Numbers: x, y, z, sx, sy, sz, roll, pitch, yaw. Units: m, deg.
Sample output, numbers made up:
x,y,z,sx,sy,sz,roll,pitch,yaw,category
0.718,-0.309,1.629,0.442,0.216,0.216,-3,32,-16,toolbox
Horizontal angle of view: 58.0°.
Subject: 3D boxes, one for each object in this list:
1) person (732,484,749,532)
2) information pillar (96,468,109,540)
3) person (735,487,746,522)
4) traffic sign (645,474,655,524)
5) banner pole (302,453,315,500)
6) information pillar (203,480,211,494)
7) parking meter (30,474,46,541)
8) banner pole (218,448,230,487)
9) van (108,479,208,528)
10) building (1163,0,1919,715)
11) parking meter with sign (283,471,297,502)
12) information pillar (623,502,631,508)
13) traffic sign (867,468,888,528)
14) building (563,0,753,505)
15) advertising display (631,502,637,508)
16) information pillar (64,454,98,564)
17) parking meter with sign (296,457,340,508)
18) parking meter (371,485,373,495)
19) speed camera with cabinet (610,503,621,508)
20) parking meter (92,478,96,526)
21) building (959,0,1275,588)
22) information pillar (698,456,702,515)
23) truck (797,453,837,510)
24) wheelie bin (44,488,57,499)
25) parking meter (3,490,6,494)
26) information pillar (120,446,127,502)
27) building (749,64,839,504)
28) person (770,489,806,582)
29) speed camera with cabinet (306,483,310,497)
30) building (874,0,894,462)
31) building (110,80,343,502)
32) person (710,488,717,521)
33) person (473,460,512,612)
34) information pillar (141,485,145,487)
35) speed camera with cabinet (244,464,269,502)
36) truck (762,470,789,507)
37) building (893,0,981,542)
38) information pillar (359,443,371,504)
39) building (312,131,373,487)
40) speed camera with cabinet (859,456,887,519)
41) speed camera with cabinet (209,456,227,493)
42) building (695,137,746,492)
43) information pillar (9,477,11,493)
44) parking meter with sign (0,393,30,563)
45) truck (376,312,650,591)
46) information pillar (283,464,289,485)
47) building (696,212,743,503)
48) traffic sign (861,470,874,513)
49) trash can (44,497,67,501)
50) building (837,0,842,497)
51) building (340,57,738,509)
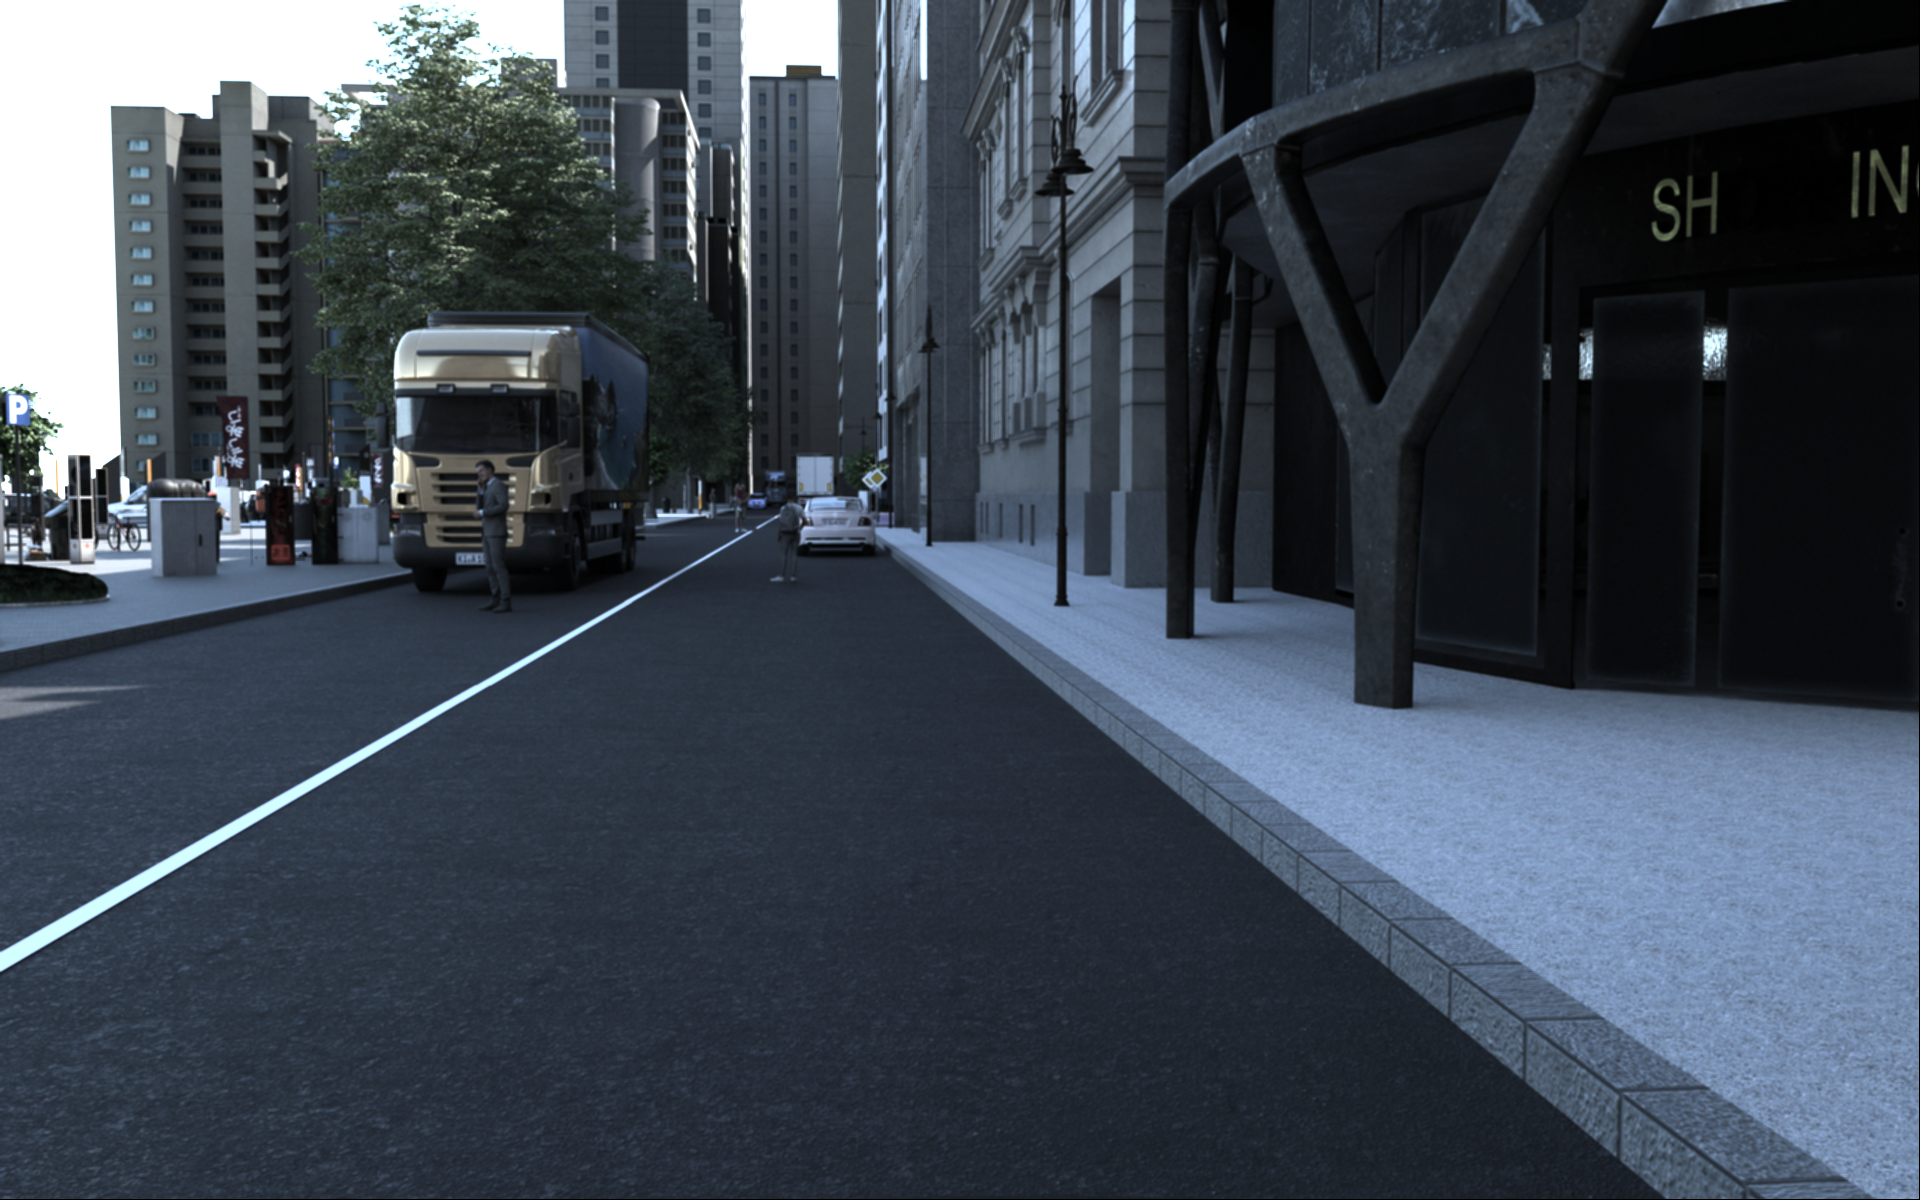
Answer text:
x,y,z,sx,sy,sz,roll,pitch,yaw,category
-8.306,-3.483,65.414,0.573,1.828,0.580,2,4,25,person
-24.147,-2.706,48.731,0.304,2.012,0.304,-2,4,-32,information pillar
-11.182,-4.844,87.877,0.709,1.800,0.728,2,4,26,person
-13.271,-4.246,73.064,0.795,2.450,0.064,0,4,-5,traffic sign
-39.398,-7.012,104.666,0.863,3.779,0.401,0,4,-6,banner pole
-39.685,-5.309,91.292,0.304,2.012,0.304,-3,5,-44,information pillar
-25.215,-2.547,47.354,0.255,1.863,0.399,-1,4,-12,parking meter
-40.036,-6.371,94.182,0.401,3.779,0.863,2,4,32,banner pole
-31.615,-3.716,67.764,4.112,2.044,2.013,0,4,-6,van
9.991,-9.000,14.595,16.820,18.784,16.811,0,4,-5,building
-49.794,-8.147,129.466,0.543,3.016,1.738,1,4,13,parking meter with sign
-14.727,-5.212,76.575,0.183,3.616,0.504,2,4,23,information pillar
-3.147,-3.806,65.869,0.795,2.450,0.064,0,4,-5,traffic sign
-36.356,-47.308,211.736,20.611,71.187,20.563,0,4,-5,building
-18.987,-5.773,99.607,0.123,1.923,0.974,2,4,34,advertising display
-16.107,-1.666,31.729,0.304,2.012,0.304,2,4,27,information pillar
-29.842,-5.171,80.802,1.738,3.016,0.543,-3,5,-45,parking meter with sign
-43.667,-7.524,128.735,0.399,1.863,0.255,3,5,45,parking meter
-25.824,-8.307,130.155,0.660,3.252,2.038,2,4,29,speed camera with cabinet
-30.910,-3.451,62.128,0.255,1.863,0.399,-1,4,-9,parking meter
7.521,-15.102,34.306,14.401,28.519,23.554,0,4,-5,building
-15.895,-7.004,105.877,0.183,3.616,0.504,-1,4,-19,information pillar
-10.302,-8.282,124.331,2.839,4.237,11.283,0,4,-4,truck
-48.827,-5.194,92.828,0.693,1.594,0.980,0,4,4,wheelie bin
-62.846,-6.442,113.742,0.372,1.533,0.369,0,3,0,parking meter
-40.839,-5.703,84.597,0.504,3.616,0.183,3,5,40,information pillar
-30.988,-42.708,240.273,28.212,58.520,21.231,0,4,-5,building
-2.810,-1.057,28.373,0.523,1.515,0.503,3,4,37,person
-50.249,-8.583,134.661,0.660,3.252,2.038,0,4,-1,speed camera with cabinet
3.308,-18.843,79.790,14.107,30.474,14.160,0,4,-5,building
-86.084,-35.697,207.340,21.600,48.544,21.300,0,4,-5,building
-12.995,-5.037,91.405,0.362,1.759,0.519,1,4,13,person
-5.739,-0.786,21.157,0.447,1.846,0.655,-2,4,-35,person
-65.493,-8.226,138.981,0.304,2.012,0.304,2,4,33,information pillar
-46.669,-7.367,114.791,0.660,3.252,2.038,1,4,16,speed camera with cabinet
-21.559,-13.055,203.199,2.967,4.110,18.799,0,4,-5,truck
4.277,-14.556,56.005,12.078,24.808,19.932,0,4,-5,building
-27.233,-5.381,79.340,0.504,3.616,0.183,-1,4,-14,information pillar
-60.881,-33.899,208.868,28.867,44.769,22.147,0,4,-5,building
-4.525,-5.864,90.212,0.660,3.252,2.038,2,4,28,speed camera with cabinet
-38.071,-5.823,89.545,0.660,3.252,2.038,-3,4,-36,speed camera with cabinet
-31.341,-31.132,192.599,14.154,41.232,14.086,0,4,-5,building
-74.056,-8.794,135.139,0.504,3.616,0.183,2,4,33,information pillar
-17.234,-2.089,30.420,1.738,3.016,0.543,1,4,14,parking meter with sign
-7.073,-2.451,28.992,2.839,4.237,11.283,0,4,-4,truck
-52.688,-8.812,135.432,0.504,3.616,0.183,2,4,31,information pillar
-29.862,-24.897,178.769,14.160,30.474,14.107,0,4,-5,building
-3.808,-4.293,73.827,0.795,2.450,0.064,0,4,-5,traffic sign
-39.455,-3.898,75.386,0.748,1.137,0.748,0,3,0,trash can
1.311,-31.250,134.643,21.300,48.544,21.600,0,4,-5,building
-36.967,-28.550,158.667,32.217,40.220,23.993,0,4,-5,building
